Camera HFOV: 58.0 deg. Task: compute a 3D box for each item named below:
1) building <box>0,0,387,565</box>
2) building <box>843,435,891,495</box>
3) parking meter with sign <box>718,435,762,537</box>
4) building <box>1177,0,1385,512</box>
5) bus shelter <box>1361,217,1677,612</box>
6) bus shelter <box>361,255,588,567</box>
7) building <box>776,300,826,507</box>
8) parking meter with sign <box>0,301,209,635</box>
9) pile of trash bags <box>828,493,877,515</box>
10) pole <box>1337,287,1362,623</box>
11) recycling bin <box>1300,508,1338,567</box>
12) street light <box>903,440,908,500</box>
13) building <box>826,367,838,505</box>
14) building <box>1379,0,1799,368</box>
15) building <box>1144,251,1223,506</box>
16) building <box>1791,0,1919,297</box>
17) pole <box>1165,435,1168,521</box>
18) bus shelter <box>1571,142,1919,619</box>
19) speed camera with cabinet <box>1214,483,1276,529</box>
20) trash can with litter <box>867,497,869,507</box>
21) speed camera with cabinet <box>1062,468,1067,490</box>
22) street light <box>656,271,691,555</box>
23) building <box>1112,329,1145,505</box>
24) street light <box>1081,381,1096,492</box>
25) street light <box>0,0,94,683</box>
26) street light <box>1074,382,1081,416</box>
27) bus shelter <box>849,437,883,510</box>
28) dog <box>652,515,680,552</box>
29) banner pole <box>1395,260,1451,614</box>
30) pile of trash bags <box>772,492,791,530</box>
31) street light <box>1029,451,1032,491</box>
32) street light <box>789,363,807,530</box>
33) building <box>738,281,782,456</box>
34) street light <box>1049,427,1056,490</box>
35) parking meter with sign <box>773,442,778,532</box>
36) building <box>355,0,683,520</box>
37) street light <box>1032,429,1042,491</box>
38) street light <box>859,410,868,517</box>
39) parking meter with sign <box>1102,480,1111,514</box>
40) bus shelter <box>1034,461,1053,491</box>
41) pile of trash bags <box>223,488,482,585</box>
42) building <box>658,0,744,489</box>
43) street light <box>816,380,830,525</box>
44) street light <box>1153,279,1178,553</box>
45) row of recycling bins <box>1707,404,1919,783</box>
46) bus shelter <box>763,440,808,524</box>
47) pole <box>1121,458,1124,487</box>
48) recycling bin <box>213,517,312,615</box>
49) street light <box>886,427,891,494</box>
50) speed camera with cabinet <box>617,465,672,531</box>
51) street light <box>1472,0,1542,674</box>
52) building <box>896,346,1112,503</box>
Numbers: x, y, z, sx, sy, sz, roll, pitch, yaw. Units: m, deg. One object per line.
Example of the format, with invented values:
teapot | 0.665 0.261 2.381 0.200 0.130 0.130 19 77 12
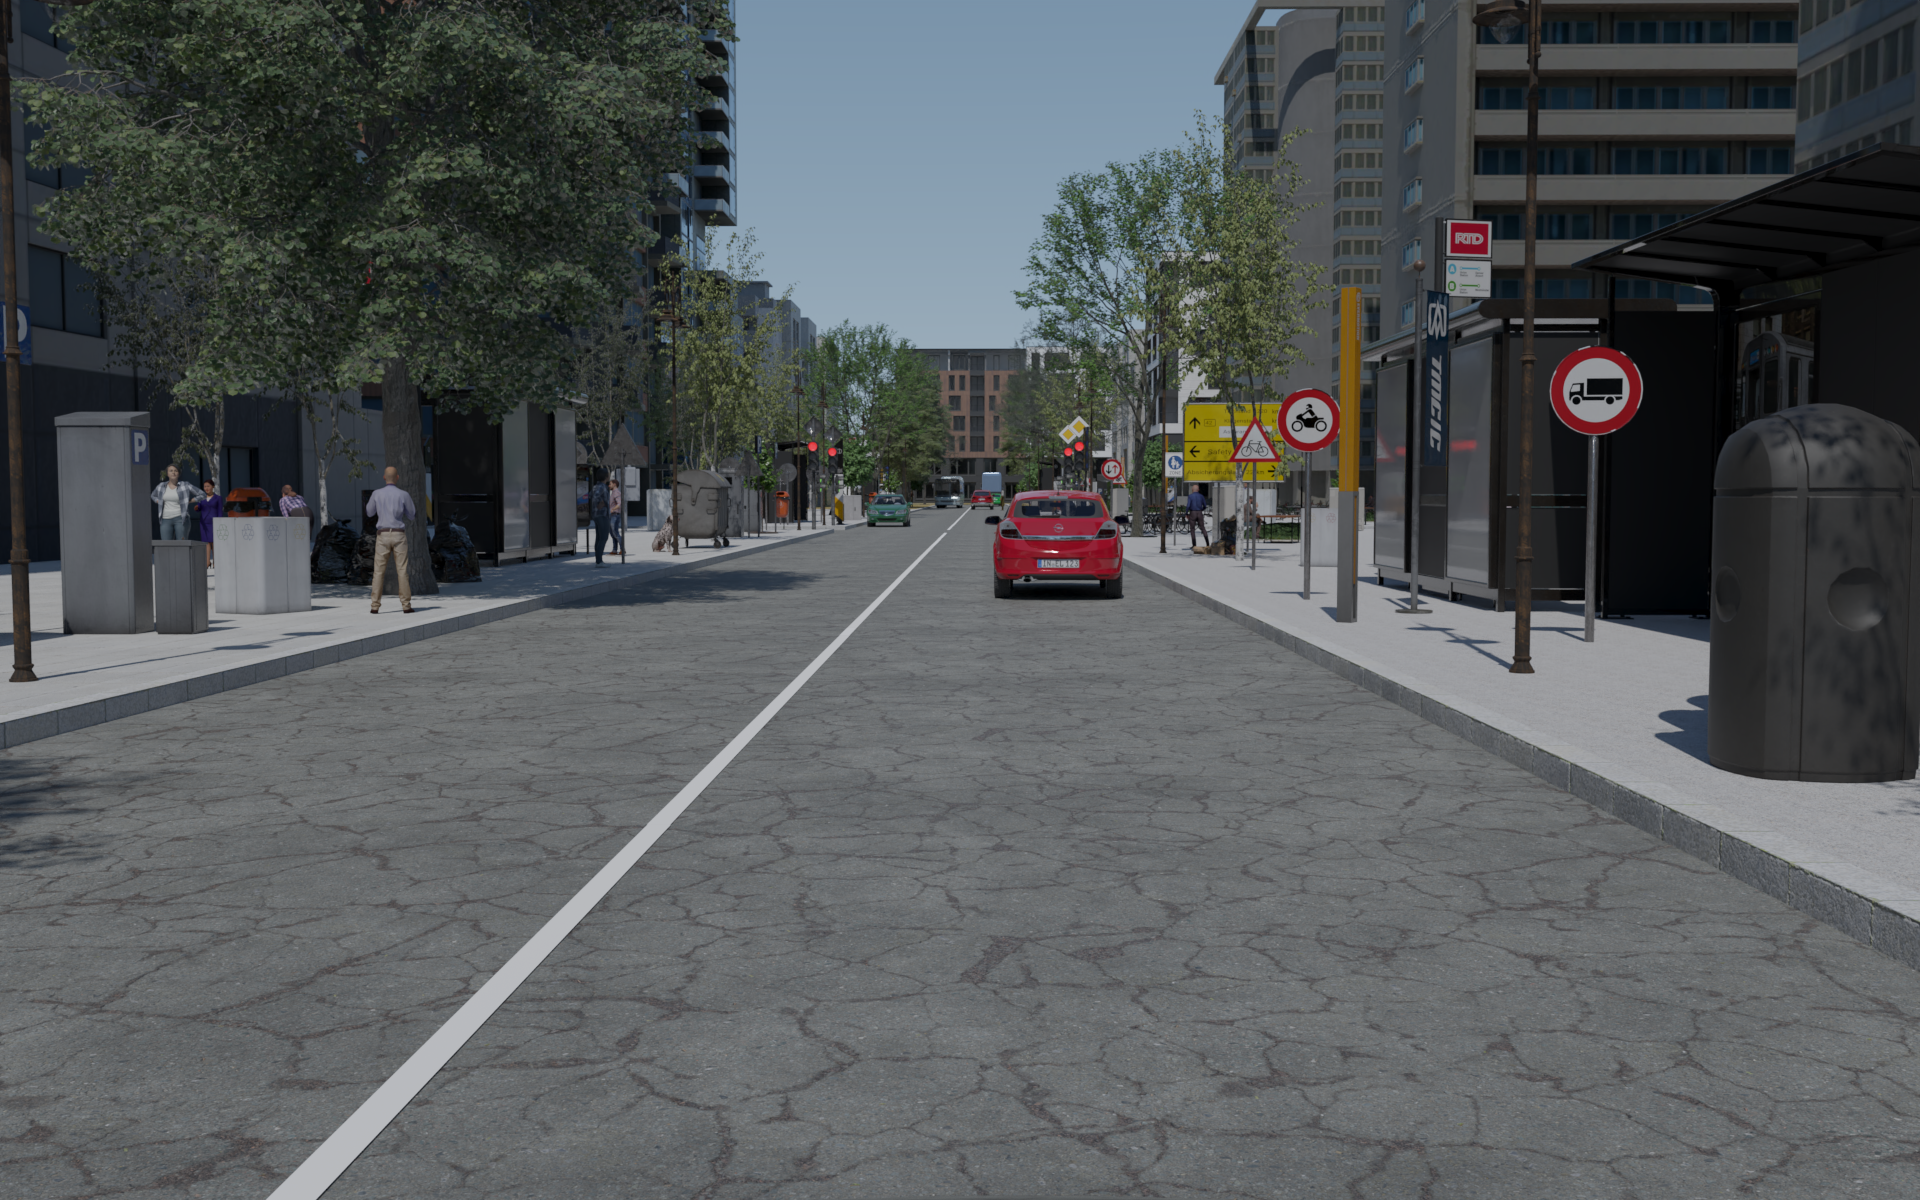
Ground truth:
building | -27.450 -36.775 39.524 20.611 71.187 20.563 0 4 1
building | -23.771 -18.541 245.293 28.070 9.664 9.099 0 4 1
parking meter with sign | -6.807 -3.380 51.528 1.738 3.016 0.543 0 4 6
building | 33.162 -26.936 132.281 32.217 40.220 23.993 0 4 1
bus shelter | 6.678 -2.767 22.877 2.179 5.291 8.768 0 4 1
bus shelter | -8.861 -3.304 31.651 2.179 5.291 8.768 0 4 1
building | -23.496 -18.777 173.462 16.747 18.905 31.486 0 4 1
parking meter with sign | -7.854 -1.201 15.900 1.738 3.016 0.543 0 4 0
pile of trash bags | -6.302 -5.782 104.281 3.447 1.369 1.912 3 4 36
pole | 3.871 -1.430 17.226 0.158 3.312 0.155 0 3 0
recycling bin | 6.474 -1.114 30.774 0.722 1.027 0.722 1 4 23
street light | -4.532 -10.462 143.836 0.468 5.910 1.993 0 4 1
building | -30.660 -20.603 203.318 31.486 18.905 16.747 0 4 1
building | 33.760 -28.572 90.849 21.600 48.544 21.300 0 4 1
building | 30.958 -19.428 161.621 27.936 21.610 32.646 0 4 1
building | 31.820 -20.941 34.273 32.217 40.220 23.993 0 4 1
pole | 7.131 -4.060 60.226 0.158 3.312 0.155 0 3 0
bus shelter | 7.046 -1.432 14.691 1.731 3.624 6.357 0 4 1
speed camera with cabinet | 9.776 -3.976 59.339 2.038 3.252 0.660 2 4 28
trash can with litter | -5.629 -6.137 111.733 0.624 1.170 1.055 -1 4 -12
speed camera with cabinet | 8.152 -8.343 130.745 0.660 3.252 2.038 -1 4 -16
street light | -5.955 -3.873 36.115 0.468 5.910 1.993 0 4 1
building | 26.573 -20.042 194.137 16.747 18.905 31.486 0 4 1
street light | 4.684 -5.441 61.744 0.468 5.910 1.993 0 4 1
street light | -6.419 -2.380 11.694 0.468 5.910 1.993 0 4 1
street light | 4.917 -6.039 71.527 0.468 5.910 1.993 0 4 1
bus shelter | -6.874 -8.971 124.300 2.179 5.291 8.768 0 4 1
dog | -6.613 -1.472 38.449 0.513 0.831 0.800 -2 4 -34
banner pole | 5.072 -1.758 18.768 0.863 3.779 0.401 -3 5 -44
pile of trash bags | -7.754 -3.213 62.286 3.447 1.369 1.912 1 4 11
street light | 5.811 -10.525 144.875 0.468 5.910 1.993 0 4 1
street light | -5.686 -5.396 61.016 0.468 5.910 1.993 0 4 1
building | -23.621 -18.063 151.752 16.016 20.091 11.380 0 4 1
street light | 5.158 -7.530 95.896 0.468 5.910 1.993 0 4 1
parking meter with sign | -7.072 -3.814 58.625 1.738 3.016 0.543 0 4 2
building | -27.517 -26.896 94.370 22.147 44.769 28.867 0 4 1
street light | 5.449 -9.020 120.265 0.468 5.910 1.993 0 4 1
street light | -5.283 -7.477 95.031 0.468 5.910 1.993 0 4 1
parking meter with sign | 8.311 -6.196 97.566 1.738 3.016 0.543 3 5 40
bus shelter | 6.286 -8.207 125.468 1.731 3.624 6.357 0 4 1
pile of trash bags | -8.721 -0.915 24.709 3.447 1.369 1.912 -3 5 -44
building | -27.021 -49.616 123.895 22.319 86.520 31.000 0 4 1
street light | -5.555 -5.985 70.648 0.468 5.910 1.993 0 4 1
street light | 4.403 -3.950 37.375 0.468 5.910 1.993 0 4 1
row of recycling bins | 4.571 -0.127 9.185 1.069 1.692 3.534 2 4 30
bus shelter | -7.689 -5.319 78.254 1.731 3.624 6.357 0 4 1
pole | 9.073 -6.286 96.617 0.158 3.312 0.155 0 3 0
recycling bin | -7.563 -0.381 18.784 0.722 1.027 0.722 2 4 25
street light | -4.917 -8.971 119.468 0.468 5.910 1.993 0 4 1
speed camera with cabinet | -10.826 -4.017 60.007 2.038 3.252 0.660 -2 4 -26
street light | 4.037 -2.415 12.266 0.468 5.910 1.993 0 4 1
building | 7.210 -25.042 253.417 32.646 21.610 27.936 0 4 1
